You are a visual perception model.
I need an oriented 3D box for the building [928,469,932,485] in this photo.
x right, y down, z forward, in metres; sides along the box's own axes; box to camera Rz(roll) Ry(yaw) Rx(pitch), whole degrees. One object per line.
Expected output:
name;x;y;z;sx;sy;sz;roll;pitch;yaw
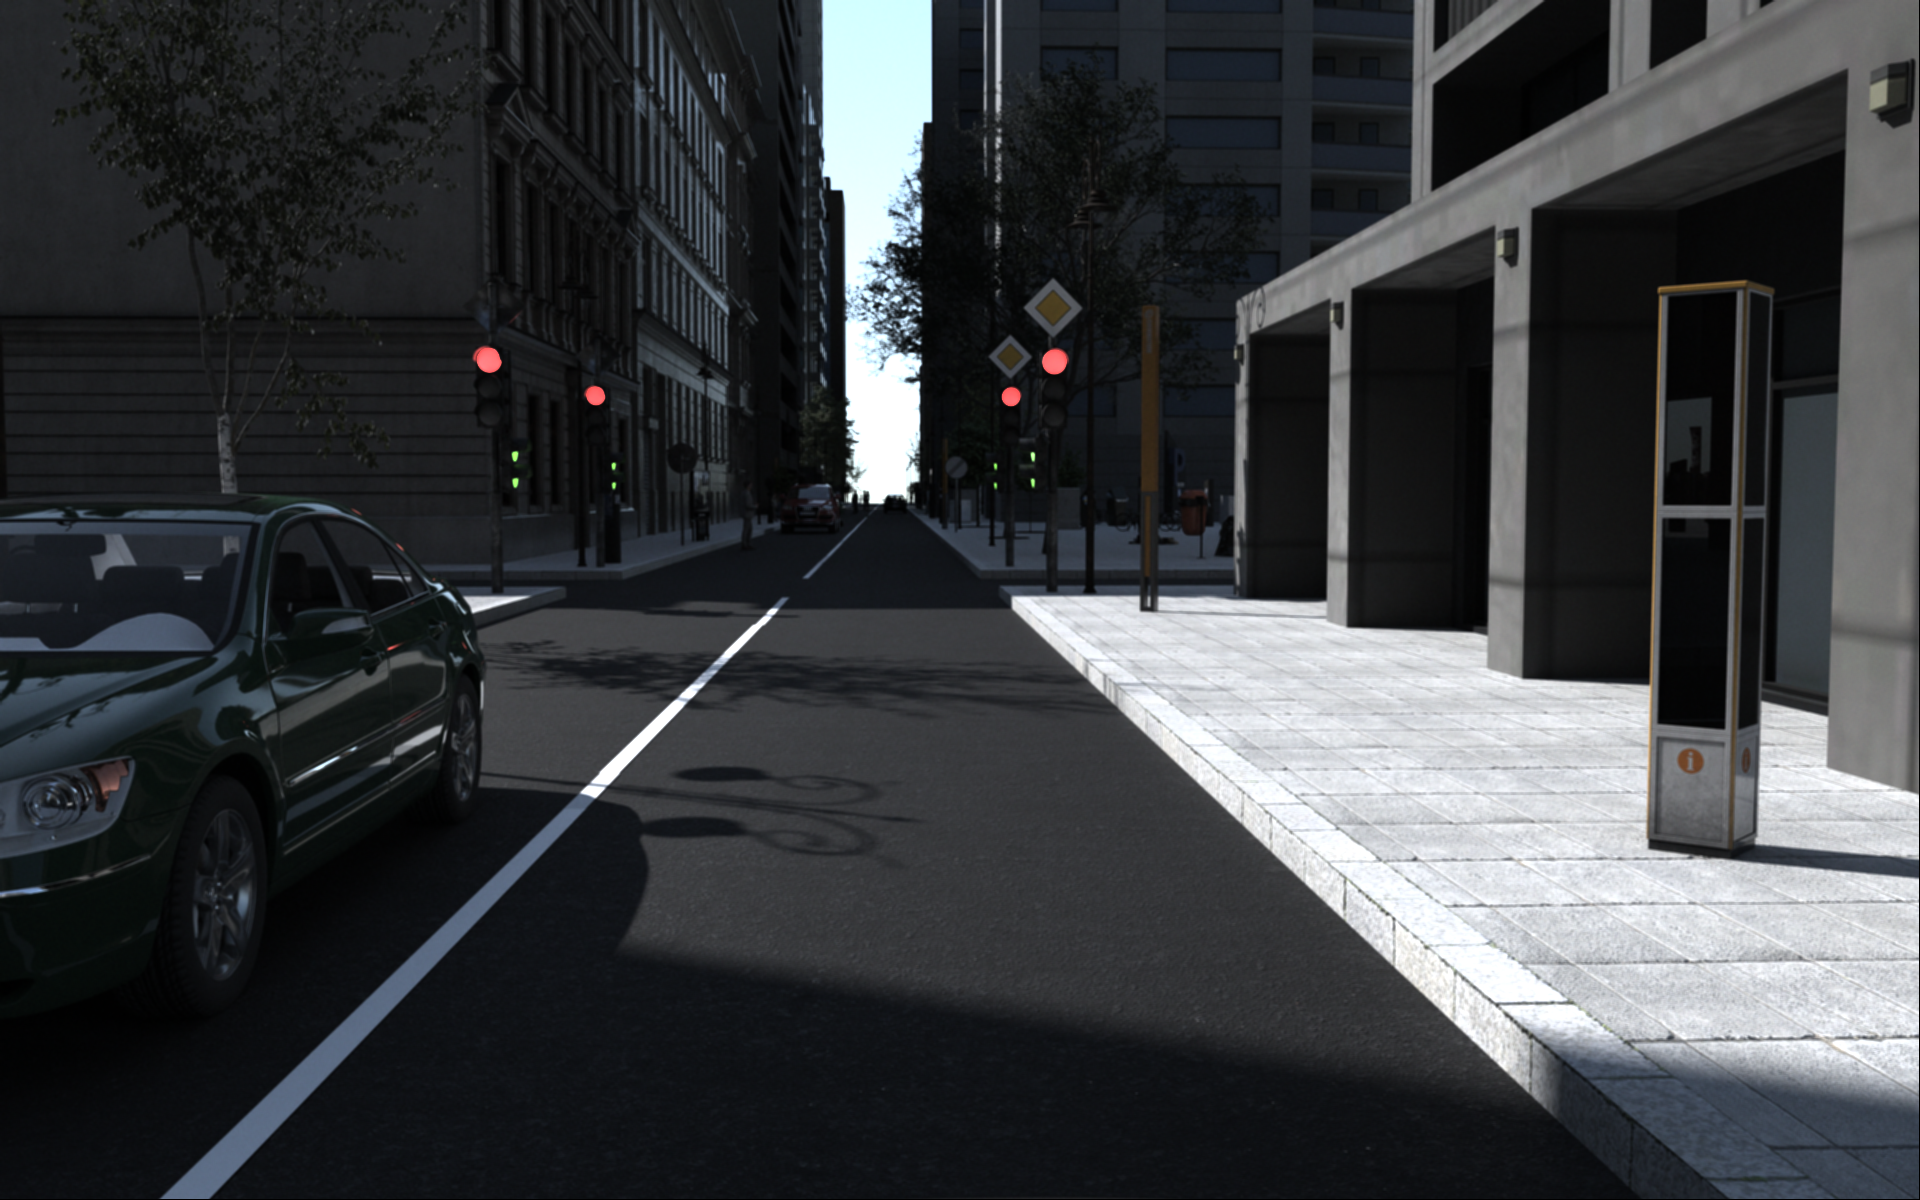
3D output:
building;7.334;-44.699;169.083;20.563;71.187;20.611;0;4;-2

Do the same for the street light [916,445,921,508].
street light;-3.098;-10.190;139.393;0.468;5.910;1.993;0;4;-2

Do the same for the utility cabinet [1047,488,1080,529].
utility cabinet;3.695;-3.258;61.945;1.173;1.500;0.318;0;4;2

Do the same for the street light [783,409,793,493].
street light;-9.326;-7.412;93.972;0.468;5.910;1.993;0;4;-2

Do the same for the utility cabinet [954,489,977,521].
utility cabinet;0.333;-4.442;81.300;1.173;1.500;0.318;1;4;18

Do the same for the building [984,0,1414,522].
building;11.753;-33.579;91.024;21.231;58.520;28.212;0;4;-2

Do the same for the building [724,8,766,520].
building;-17.906;-18.593;91.387;14.401;28.519;23.554;0;4;-2

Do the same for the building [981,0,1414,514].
building;15.086;-26.144;119.338;32.217;40.220;23.993;0;4;-2

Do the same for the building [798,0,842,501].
building;-26.202;-48.367;229.056;20.563;71.187;20.611;0;4;-2

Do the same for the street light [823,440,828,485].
street light;-11.543;-10.761;148.737;0.468;5.910;1.993;0;4;-2

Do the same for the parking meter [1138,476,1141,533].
parking meter;6.003;-3.114;56.624;0.255;1.863;0.399;-1;4;-14

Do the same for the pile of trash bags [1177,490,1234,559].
pile of trash bags;5.934;-1.568;35.387;3.447;1.369;1.912;-2;4;-29

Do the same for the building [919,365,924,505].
building;8.731;-23.370;227.145;27.650;21.520;28.899;0;4;-2

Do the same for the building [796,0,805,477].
building;-26.658;-33.672;139.783;28.713;52.752;27.495;0;4;-2

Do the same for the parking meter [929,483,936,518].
parking meter;-1.472;-5.281;92.060;0.255;1.863;0.399;-1;4;-21

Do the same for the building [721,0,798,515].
building;-22.153;-30.084;115.572;21.300;48.544;21.600;0;4;-2

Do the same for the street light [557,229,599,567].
street light;-6.695;-3.530;30.509;0.468;5.910;1.993;0;4;-2

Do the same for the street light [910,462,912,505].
street light;-4.740;-12.768;181.547;0.468;5.910;1.993;0;4;-2

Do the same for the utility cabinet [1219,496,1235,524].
utility cabinet;11.237;-3.774;72.865;0.306;1.237;1.020;-1;4;-12

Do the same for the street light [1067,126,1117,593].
street light;1.681;-3.026;22.263;0.468;5.910;1.993;0;4;-2

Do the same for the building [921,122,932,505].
building;2.465;-33.915;204.613;14.600;45.320;14.200;0;4;-2

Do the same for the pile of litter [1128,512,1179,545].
pile of litter;4.963;-1.870;44.540;1.176;0.858;1.719;-1;4;-11

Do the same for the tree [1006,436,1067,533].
tree;2.242;-3.835;57.307;1.663;3.219;1.824;0;3;0

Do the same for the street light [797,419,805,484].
street light;-9.769;-8.209;107.004;0.468;5.910;1.993;0;4;-2

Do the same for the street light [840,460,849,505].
street light;-14.075;-14.606;211.593;0.468;5.910;1.993;0;4;-2

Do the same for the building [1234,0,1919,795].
building;14.103;-34.974;10.075;20.563;71.187;20.611;0;4;-2

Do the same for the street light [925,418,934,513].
street light;-1.687;-8.107;105.340;0.468;5.910;1.993;0;4;-2

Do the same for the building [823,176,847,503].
building;-23.375;-36.549;247.687;14.600;45.320;14.200;0;4;-2

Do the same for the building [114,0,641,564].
building;-13.575;-10.718;39.863;10.561;19.102;19.286;0;4;-2

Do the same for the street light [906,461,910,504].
street light;-5.700;-14.000;201.682;0.468;5.910;1.993;0;4;-2

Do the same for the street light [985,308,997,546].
street light;0.794;-4.275;42.681;0.468;5.910;1.993;0;4;-2

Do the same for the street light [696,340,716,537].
street light;-7.653;-4.859;52.235;0.468;5.910;1.993;0;4;-2

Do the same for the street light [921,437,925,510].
street light;-2.218;-8.896;118.236;0.468;5.910;1.993;0;4;-2

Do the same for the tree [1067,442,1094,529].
tree;3.952;-4.225;63.687;1.663;3.219;1.824;0;3;0

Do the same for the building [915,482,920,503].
building;9.451;-34.353;253.554;32.217;40.220;23.993;0;4;-2

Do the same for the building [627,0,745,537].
building;-17.297;-14.140;64.472;16.112;22.955;30.059;0;4;-2

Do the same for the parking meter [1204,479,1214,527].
parking meter;9.790;-3.819;68.148;0.255;1.863;0.399;-2;4;-24

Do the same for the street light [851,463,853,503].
street light;-14.939;-15.882;232.460;0.468;5.910;1.993;0;4;-2

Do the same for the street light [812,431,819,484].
street light;-10.663;-9.485;127.870;0.468;5.910;1.993;0;4;-2

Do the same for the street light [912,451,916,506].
street light;-3.975;-11.477;160.444;0.468;5.910;1.993;0;4;-2

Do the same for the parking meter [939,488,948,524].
parking meter;-0.715;-4.085;75.205;0.372;1.533;0.369;0;3;0

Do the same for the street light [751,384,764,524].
street light;-8.496;-6.136;73.104;0.468;5.910;1.993;0;4;-2

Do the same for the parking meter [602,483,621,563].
parking meter;-6.489;-1.452;32.152;0.372;1.533;0.369;0;3;0

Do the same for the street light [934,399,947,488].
street light;-0.884;-6.831;84.470;0.468;5.910;1.993;0;4;-2

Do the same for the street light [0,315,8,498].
street light;-6.000;-2.320;10.723;0.468;5.910;1.993;0;4;-2

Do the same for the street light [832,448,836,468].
street light;-12.364;-12.050;169.809;0.468;5.910;1.993;0;4;-2

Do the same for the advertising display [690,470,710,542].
advertising display;-7.082;-2.569;47.209;0.123;1.923;0.974;1;4;19

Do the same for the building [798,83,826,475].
building;-27.249;-35.754;204.183;23.786;49.044;30.456;0;4;-2

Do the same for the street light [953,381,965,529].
street light;-0.011;-5.551;63.550;0.468;5.910;1.993;0;4;-2

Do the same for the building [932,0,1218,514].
building;8.121;-36.883;145.037;21.231;58.520;28.212;0;4;-2
